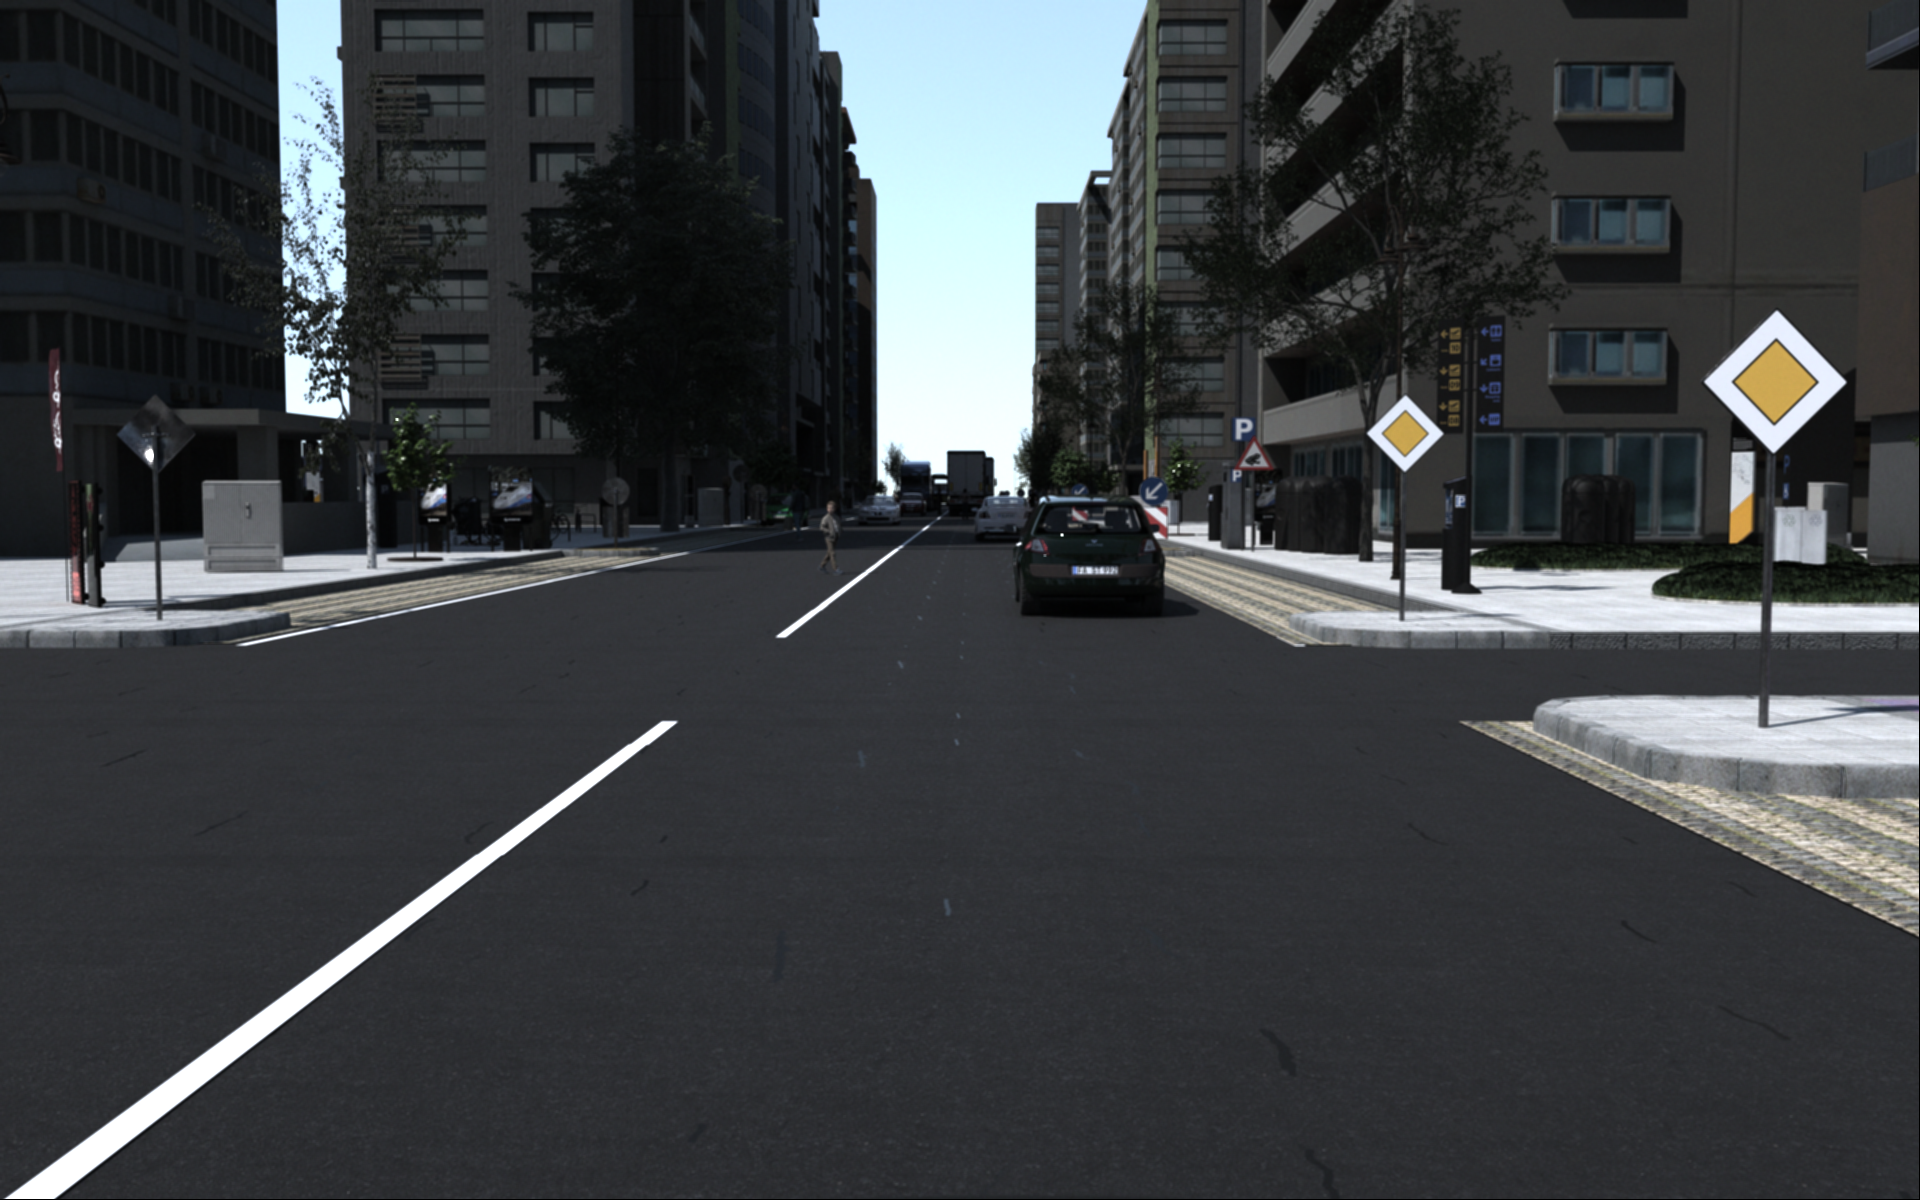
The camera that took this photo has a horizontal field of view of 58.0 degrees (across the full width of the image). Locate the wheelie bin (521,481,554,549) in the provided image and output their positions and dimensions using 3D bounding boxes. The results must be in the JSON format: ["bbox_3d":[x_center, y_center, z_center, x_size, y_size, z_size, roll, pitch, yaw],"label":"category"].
[{"bbox_3d":[-9.893,-1.982,40.309,0.693,1.594,0.980,0,4,4],"label":"wheelie bin"}]

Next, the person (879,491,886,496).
[{"bbox_3d":[-7.446,-9.619,166.580,0.742,1.727,0.445,1,4,16],"label":"person"}]

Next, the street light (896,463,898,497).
[{"bbox_3d":[-8.758,-16.493,242.454,0.468,5.910,1.993,0,4,0],"label":"street light"}]

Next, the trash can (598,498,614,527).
[{"bbox_3d":[-13.786,-3.430,67.741,0.748,1.137,0.748,0,3,0],"label":"trash can"}]

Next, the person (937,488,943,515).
[{"bbox_3d":[-1.391,-6.882,121.029,0.705,1.822,1.348,1,4,11],"label":"person"}]

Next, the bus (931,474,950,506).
[{"bbox_3d":[-2.363,-13.449,211.435,2.896,3.916,12.252,0,4,2],"label":"bus"}]

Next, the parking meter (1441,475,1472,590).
[{"bbox_3d":[6.647,-0.903,23.174,0.372,1.533,0.369,0,3,0],"label":"parking meter"}]

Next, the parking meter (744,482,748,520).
[{"bbox_3d":[-10.738,-4.896,85.754,0.399,1.863,0.255,-3,5,-40],"label":"parking meter"}]

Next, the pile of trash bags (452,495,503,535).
[{"bbox_3d":[-15.678,-2.759,54.868,3.447,1.369,1.912,0,4,8],"label":"pile of trash bags"}]

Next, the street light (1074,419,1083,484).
[{"bbox_3d":[6.998,-7.913,102.160,0.468,5.910,1.993,0,4,0],"label":"street light"}]

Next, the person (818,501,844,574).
[{"bbox_3d":[-2.298,-1.120,31.078,0.640,1.303,0.475,2,4,34],"label":"person"}]

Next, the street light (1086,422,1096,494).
[{"bbox_3d":[6.954,-7.284,91.886,0.468,5.910,1.993,0,4,0],"label":"street light"}]

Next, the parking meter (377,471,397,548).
[{"bbox_3d":[-13.637,-2.172,41.218,0.399,1.863,0.255,0,4,7],"label":"parking meter"}]

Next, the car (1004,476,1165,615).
[{"bbox_3d":[1.566,-0.738,21.854,2.009,1.686,4.222,0,4,1],"label":"car"}]

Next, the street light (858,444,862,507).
[{"bbox_3d":[-9.227,-11.492,160.680,0.468,5.910,1.993,0,4,0],"label":"street light"}]

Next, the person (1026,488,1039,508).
[{"bbox_3d":[3.933,-5.272,95.218,1.217,1.766,0.721,-3,5,-40],"label":"person"}]

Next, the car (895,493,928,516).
[{"bbox_3d":[-3.193,-6.437,114.293,2.155,1.783,4.494,0,4,1],"label":"car"}]

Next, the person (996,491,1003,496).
[{"bbox_3d":[4.339,-11.013,189.095,0.617,1.759,0.750,3,5,43],"label":"person"}]

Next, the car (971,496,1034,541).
[{"bbox_3d":[1.394,-2.544,53.957,2.083,1.381,4.827,0,3,0],"label":"car"}]

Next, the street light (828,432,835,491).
[{"bbox_3d":[-9.507,-9.503,128.164,0.468,5.910,1.993,0,4,0],"label":"street light"}]

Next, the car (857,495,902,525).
[{"bbox_3d":[-3.760,-4.215,81.275,2.083,1.381,4.827,0,4,0],"label":"car"}]

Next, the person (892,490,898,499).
[{"bbox_3d":[-7.033,-10.913,186.923,0.705,1.824,1.348,-2,4,-27],"label":"person"}]

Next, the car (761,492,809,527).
[{"bbox_3d":[-7.597,-4.058,75.137,1.959,1.807,4.718,0,3,0],"label":"car"}]

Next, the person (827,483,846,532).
[{"bbox_3d":[-4.683,-3.511,65.816,0.656,1.842,0.836,-2,4,-32],"label":"person"}]

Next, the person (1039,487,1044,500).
[{"bbox_3d":[4.387,-5.031,90.963,0.583,1.804,0.606,1,4,9],"label":"person"}]

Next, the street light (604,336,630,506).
[{"bbox_3d":[-10.016,-4.765,50.700,0.468,5.910,1.993,0,4,0],"label":"street light"}]

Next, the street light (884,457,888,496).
[{"bbox_3d":[-8.951,-14.505,209.938,0.468,5.910,1.993,0,4,0],"label":"street light"}]

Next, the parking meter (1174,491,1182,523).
[{"bbox_3d":[9.819,-4.419,77.961,0.255,1.863,0.399,2,4,34],"label":"parking meter"}]

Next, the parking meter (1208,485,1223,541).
[{"bbox_3d":[6.999,-2.387,47.442,0.372,1.533,0.369,0,3,0],"label":"parking meter"}]

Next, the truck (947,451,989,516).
[{"bbox_3d":[0.510,-7.852,117.296,2.839,4.237,11.283,0,4,1],"label":"truck"}]

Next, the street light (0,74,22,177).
[{"bbox_3d":[-10.189,-2.748,17.723,0.468,5.910,1.993,0,4,0],"label":"street light"}]

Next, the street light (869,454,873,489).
[{"bbox_3d":[-9.140,-12.516,177.421,0.468,5.910,1.993,0,4,0],"label":"street light"}]

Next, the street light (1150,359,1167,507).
[{"bbox_3d":[6.776,-5.286,59.215,0.468,5.910,1.993,0,4,0],"label":"street light"}]

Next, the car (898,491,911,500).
[{"bbox_3d":[-3.756,-7.439,131.412,2.009,1.686,4.222,0,4,-2],"label":"car"}]

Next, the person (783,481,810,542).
[{"bbox_3d":[-4.897,-2.646,51.755,0.794,1.824,0.713,-3,4,-37],"label":"person"}]

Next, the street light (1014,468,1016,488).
[{"bbox_3d":[7.985,-17.070,251.883,0.468,5.910,1.993,0,4,0],"label":"street light"}]

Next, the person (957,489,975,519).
[{"bbox_3d":[0.342,-5.482,98.848,1.217,1.736,0.721,2,4,33],"label":"person"}]

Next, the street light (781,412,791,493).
[{"bbox_3d":[-9.636,-7.512,95.610,0.468,5.910,1.993,0,4,0],"label":"street light"}]

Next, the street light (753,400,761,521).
[{"bbox_3d":[-9.750,-6.754,83.215,0.468,5.910,1.993,0,4,0],"label":"street light"}]

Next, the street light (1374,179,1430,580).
[{"bbox_3d":[6.557,-3.246,25.855,0.468,5.910,1.993,0,4,0],"label":"street light"}]

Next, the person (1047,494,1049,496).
[{"bbox_3d":[9.005,-9.986,174.986,0.599,1.433,0.991,-3,5,-42],"label":"person"}]

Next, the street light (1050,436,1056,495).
[{"bbox_3d":[7.239,-9.915,134.895,0.468,5.910,1.993,0,4,0],"label":"street light"}]
